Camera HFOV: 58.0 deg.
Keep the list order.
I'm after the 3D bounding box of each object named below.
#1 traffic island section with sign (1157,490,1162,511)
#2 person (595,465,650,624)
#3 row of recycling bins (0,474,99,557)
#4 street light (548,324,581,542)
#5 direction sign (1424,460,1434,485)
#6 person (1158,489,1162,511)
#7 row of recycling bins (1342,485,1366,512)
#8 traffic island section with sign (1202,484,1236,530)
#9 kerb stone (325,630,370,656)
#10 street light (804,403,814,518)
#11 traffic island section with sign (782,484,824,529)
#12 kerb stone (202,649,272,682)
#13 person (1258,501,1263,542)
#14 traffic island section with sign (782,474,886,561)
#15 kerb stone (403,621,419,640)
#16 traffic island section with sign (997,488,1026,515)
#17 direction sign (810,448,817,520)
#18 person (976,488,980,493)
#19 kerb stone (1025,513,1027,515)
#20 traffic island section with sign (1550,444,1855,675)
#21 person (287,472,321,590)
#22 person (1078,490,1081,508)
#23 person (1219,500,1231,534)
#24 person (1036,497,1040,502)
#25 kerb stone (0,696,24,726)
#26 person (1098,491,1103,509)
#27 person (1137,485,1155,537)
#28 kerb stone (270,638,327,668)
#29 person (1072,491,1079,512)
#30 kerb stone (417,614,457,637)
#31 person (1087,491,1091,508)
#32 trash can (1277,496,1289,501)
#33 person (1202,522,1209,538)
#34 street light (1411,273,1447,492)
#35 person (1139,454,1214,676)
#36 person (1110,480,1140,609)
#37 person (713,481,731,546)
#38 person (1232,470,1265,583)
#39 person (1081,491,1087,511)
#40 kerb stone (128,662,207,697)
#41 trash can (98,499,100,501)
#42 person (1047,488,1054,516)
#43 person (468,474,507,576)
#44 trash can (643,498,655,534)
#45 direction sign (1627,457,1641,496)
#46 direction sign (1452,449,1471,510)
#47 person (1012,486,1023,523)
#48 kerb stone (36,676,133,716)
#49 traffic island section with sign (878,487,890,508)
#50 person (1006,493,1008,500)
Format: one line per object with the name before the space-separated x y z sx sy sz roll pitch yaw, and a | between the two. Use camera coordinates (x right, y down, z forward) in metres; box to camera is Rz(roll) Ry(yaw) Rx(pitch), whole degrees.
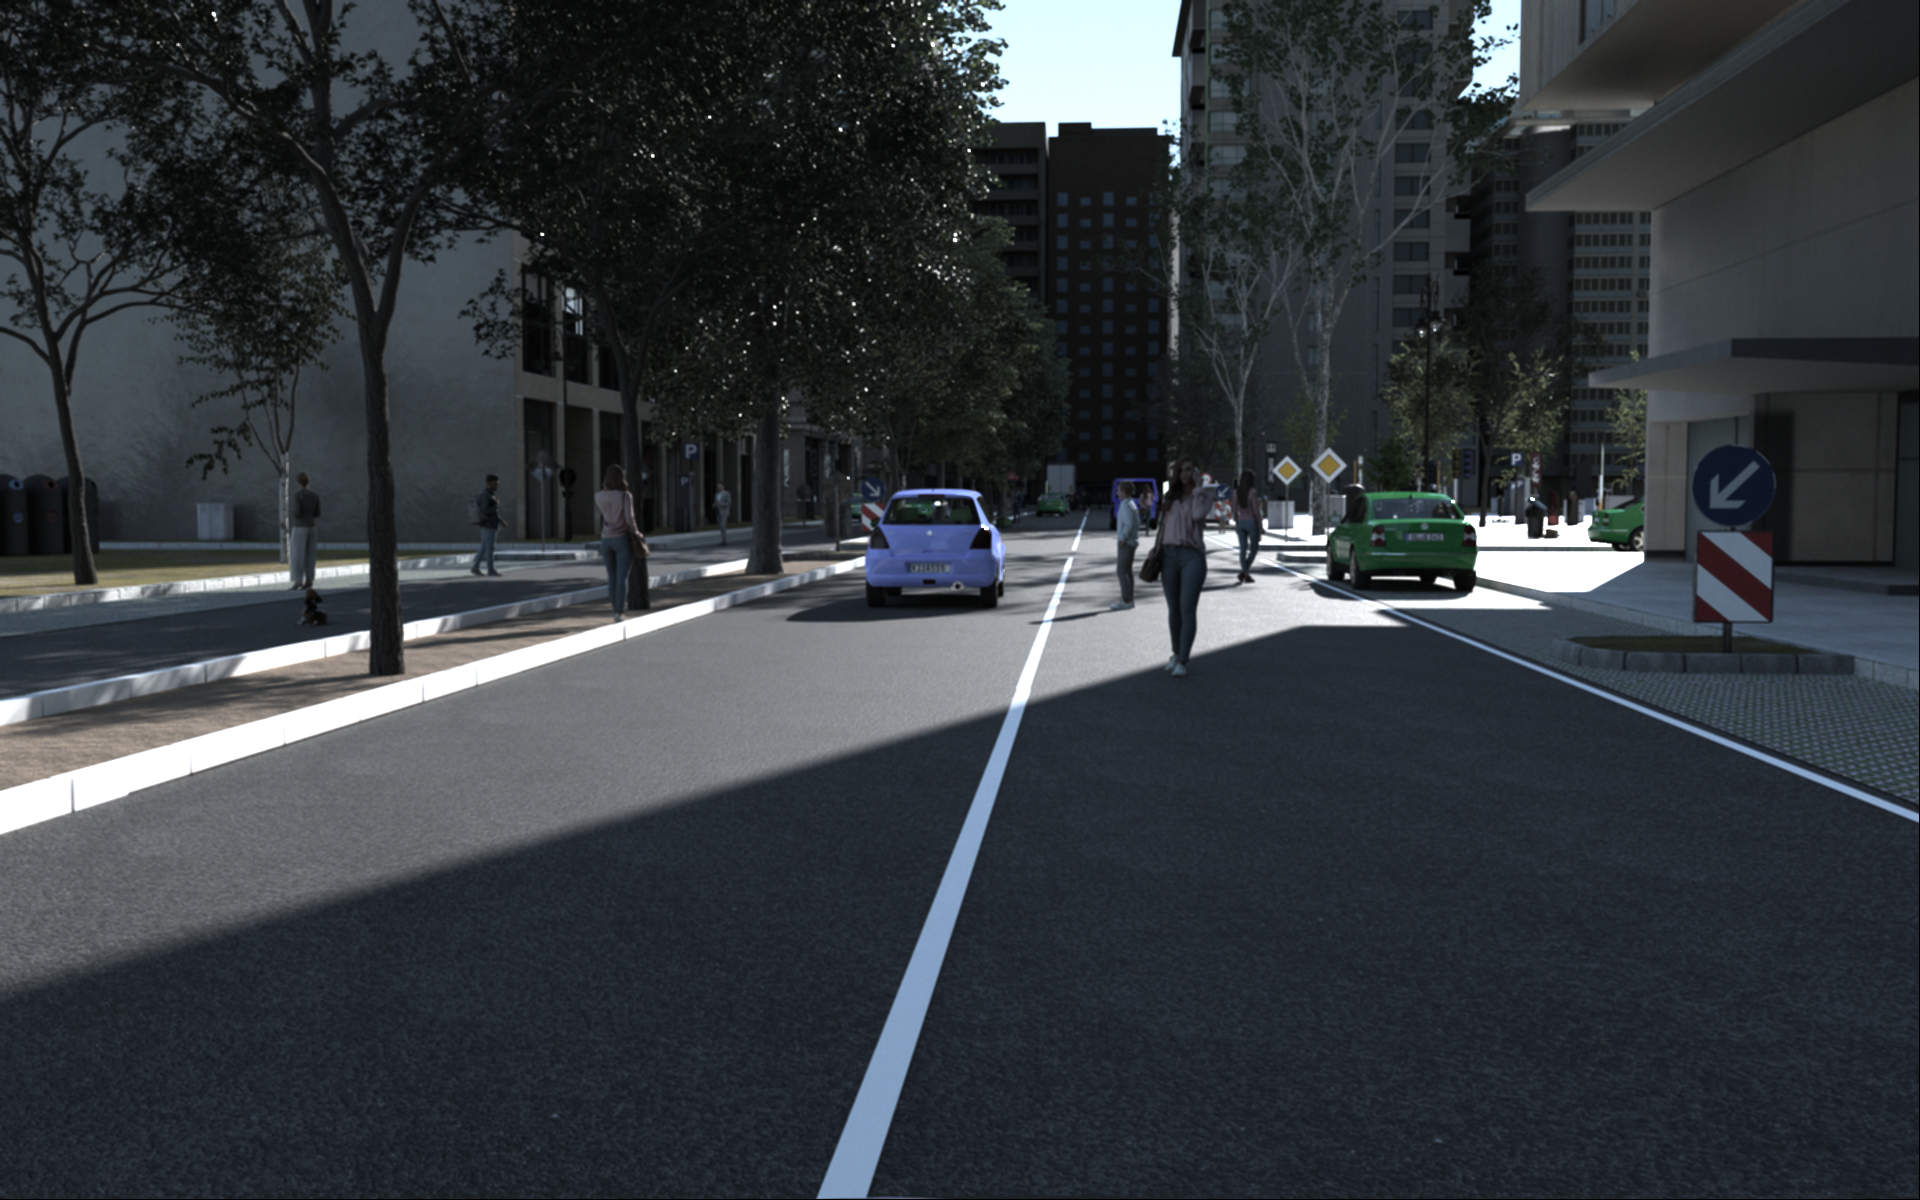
traffic island section with sign | 16.323 -8.425 146.369 1.989 1.847 2.006 0 4 4
person | -3.727 -0.599 18.882 0.593 1.750 0.643 1 4 17
row of recycling bins | -19.623 -1.782 36.241 1.069 1.692 3.534 1 4 18
street light | -10.585 -4.508 46.498 0.468 5.910 1.993 0 4 4
direction sign | 31.570 -7.629 116.723 0.379 3.537 0.876 -2 4 -29
person | 16.316 -8.171 142.108 0.705 1.823 1.348 -1 4 -11
row of recycling bins | 17.610 -4.319 77.727 1.069 1.692 3.534 1 4 9
traffic island section with sign | 10.383 -3.719 69.441 1.989 1.847 2.006 0 4 4
kerb stone | -5.565 0.400 15.652 0.120 0.150 1.000 0 4 4
street light | -7.435 -6.962 86.610 0.468 5.910 1.993 0 4 4
traffic island section with sign | -6.385 -3.799 70.741 1.989 1.847 2.006 0 4 4
kerb stone | -5.722 0.525 13.613 0.120 0.150 1.000 0 4 4
person | 8.212 -2.121 47.860 0.332 1.250 0.352 2 4 24
traffic island section with sign | -2.775 -1.827 38.013 2.006 1.907 1.989 0 4 4
kerb stone | -5.486 0.342 16.671 0.120 0.150 1.000 0 4 4
traffic island section with sign | 3.585 -6.861 120.314 2.006 1.907 1.989 0 4 4
direction sign | -7.186 -5.670 84.698 0.379 3.537 0.876 1 4 15
person | 1.385 -7.529 131.230 0.705 1.869 1.348 -1 4 -15
kerb stone | 4.238 -5.688 115.193 0.120 0.150 1.000 0 4 4
traffic island section with sign | 6.144 -0.369 14.657 1.989 1.847 2.006 0 4 4
person | -9.823 -1.030 25.889 0.362 1.759 0.519 2 4 29
person | 12.388 -10.535 180.768 0.705 1.821 1.348 1 4 13
person | 9.490 -2.964 61.979 0.505 1.210 0.382 2 4 26
person | 6.809 -8.266 146.882 0.697 1.427 0.421 1 4 10
kerb stone | -5.955 0.715 10.557 0.120 0.150 1.000 0 4 4
person | 13.174 -9.356 162.176 0.721 1.736 1.217 1 4 18
person | 6.196 -3.018 58.441 0.593 1.750 0.643 -3 5 -40
kerb stone | -5.649 0.463 14.633 0.120 0.150 1.000 0 4 4
person | 9.081 -7.730 136.359 0.593 1.643 0.415 0 4 -3
kerb stone | -5.405 0.276 17.690 0.120 0.150 1.000 0 4 4
person | 13.780 -10.712 184.435 0.445 1.727 0.742 0 4 1
trash can | 20.512 -6.017 110.039 0.748 1.137 0.748 0 3 0
person | 6.564 -2.134 48.890 1.012 1.151 0.738 0 4 0
street light | 9.803 -3.886 36.326 0.468 5.910 1.993 0 4 4
person | 1.769 -0.289 13.821 0.593 1.750 0.643 2 4 32
person | 2.089 -0.701 21.767 0.330 1.601 0.589 2 4 26
person | -6.666 -2.408 48.065 0.606 1.804 0.583 2 4 34
person | 4.673 -1.192 28.007 0.555 1.821 0.388 2 4 31
person | 10.331 -8.271 144.538 0.445 1.727 0.742 1 4 20
kerb stone | -5.807 0.590 12.595 0.120 0.150 1.000 0 4 4
trash can | -24.106 -2.208 47.748 0.748 1.137 0.748 0 3 0
person | 6.025 -6.527 114.987 0.659 1.850 0.755 1 4 20
person | -8.189 -1.300 30.109 0.721 1.781 0.623 -2 4 -27
trash can | -10.248 -2.724 56.186 0.748 1.137 0.748 0 3 0
direction sign | 41.399 -6.998 106.420 0.876 3.537 0.379 -1 4 -13
direction sign | 25.056 -5.785 86.574 0.876 3.537 0.379 1 4 21
person | 2.804 -4.650 84.711 0.419 1.800 0.721 -3 4 -37
kerb stone | -5.881 0.650 11.576 0.120 0.150 1.000 0 4 4
traffic island section with sign | -4.291 -5.455 97.813 1.989 1.847 2.006 0 4 4
person | 3.473 -7.757 136.043 0.721 1.735 1.217 3 4 36
